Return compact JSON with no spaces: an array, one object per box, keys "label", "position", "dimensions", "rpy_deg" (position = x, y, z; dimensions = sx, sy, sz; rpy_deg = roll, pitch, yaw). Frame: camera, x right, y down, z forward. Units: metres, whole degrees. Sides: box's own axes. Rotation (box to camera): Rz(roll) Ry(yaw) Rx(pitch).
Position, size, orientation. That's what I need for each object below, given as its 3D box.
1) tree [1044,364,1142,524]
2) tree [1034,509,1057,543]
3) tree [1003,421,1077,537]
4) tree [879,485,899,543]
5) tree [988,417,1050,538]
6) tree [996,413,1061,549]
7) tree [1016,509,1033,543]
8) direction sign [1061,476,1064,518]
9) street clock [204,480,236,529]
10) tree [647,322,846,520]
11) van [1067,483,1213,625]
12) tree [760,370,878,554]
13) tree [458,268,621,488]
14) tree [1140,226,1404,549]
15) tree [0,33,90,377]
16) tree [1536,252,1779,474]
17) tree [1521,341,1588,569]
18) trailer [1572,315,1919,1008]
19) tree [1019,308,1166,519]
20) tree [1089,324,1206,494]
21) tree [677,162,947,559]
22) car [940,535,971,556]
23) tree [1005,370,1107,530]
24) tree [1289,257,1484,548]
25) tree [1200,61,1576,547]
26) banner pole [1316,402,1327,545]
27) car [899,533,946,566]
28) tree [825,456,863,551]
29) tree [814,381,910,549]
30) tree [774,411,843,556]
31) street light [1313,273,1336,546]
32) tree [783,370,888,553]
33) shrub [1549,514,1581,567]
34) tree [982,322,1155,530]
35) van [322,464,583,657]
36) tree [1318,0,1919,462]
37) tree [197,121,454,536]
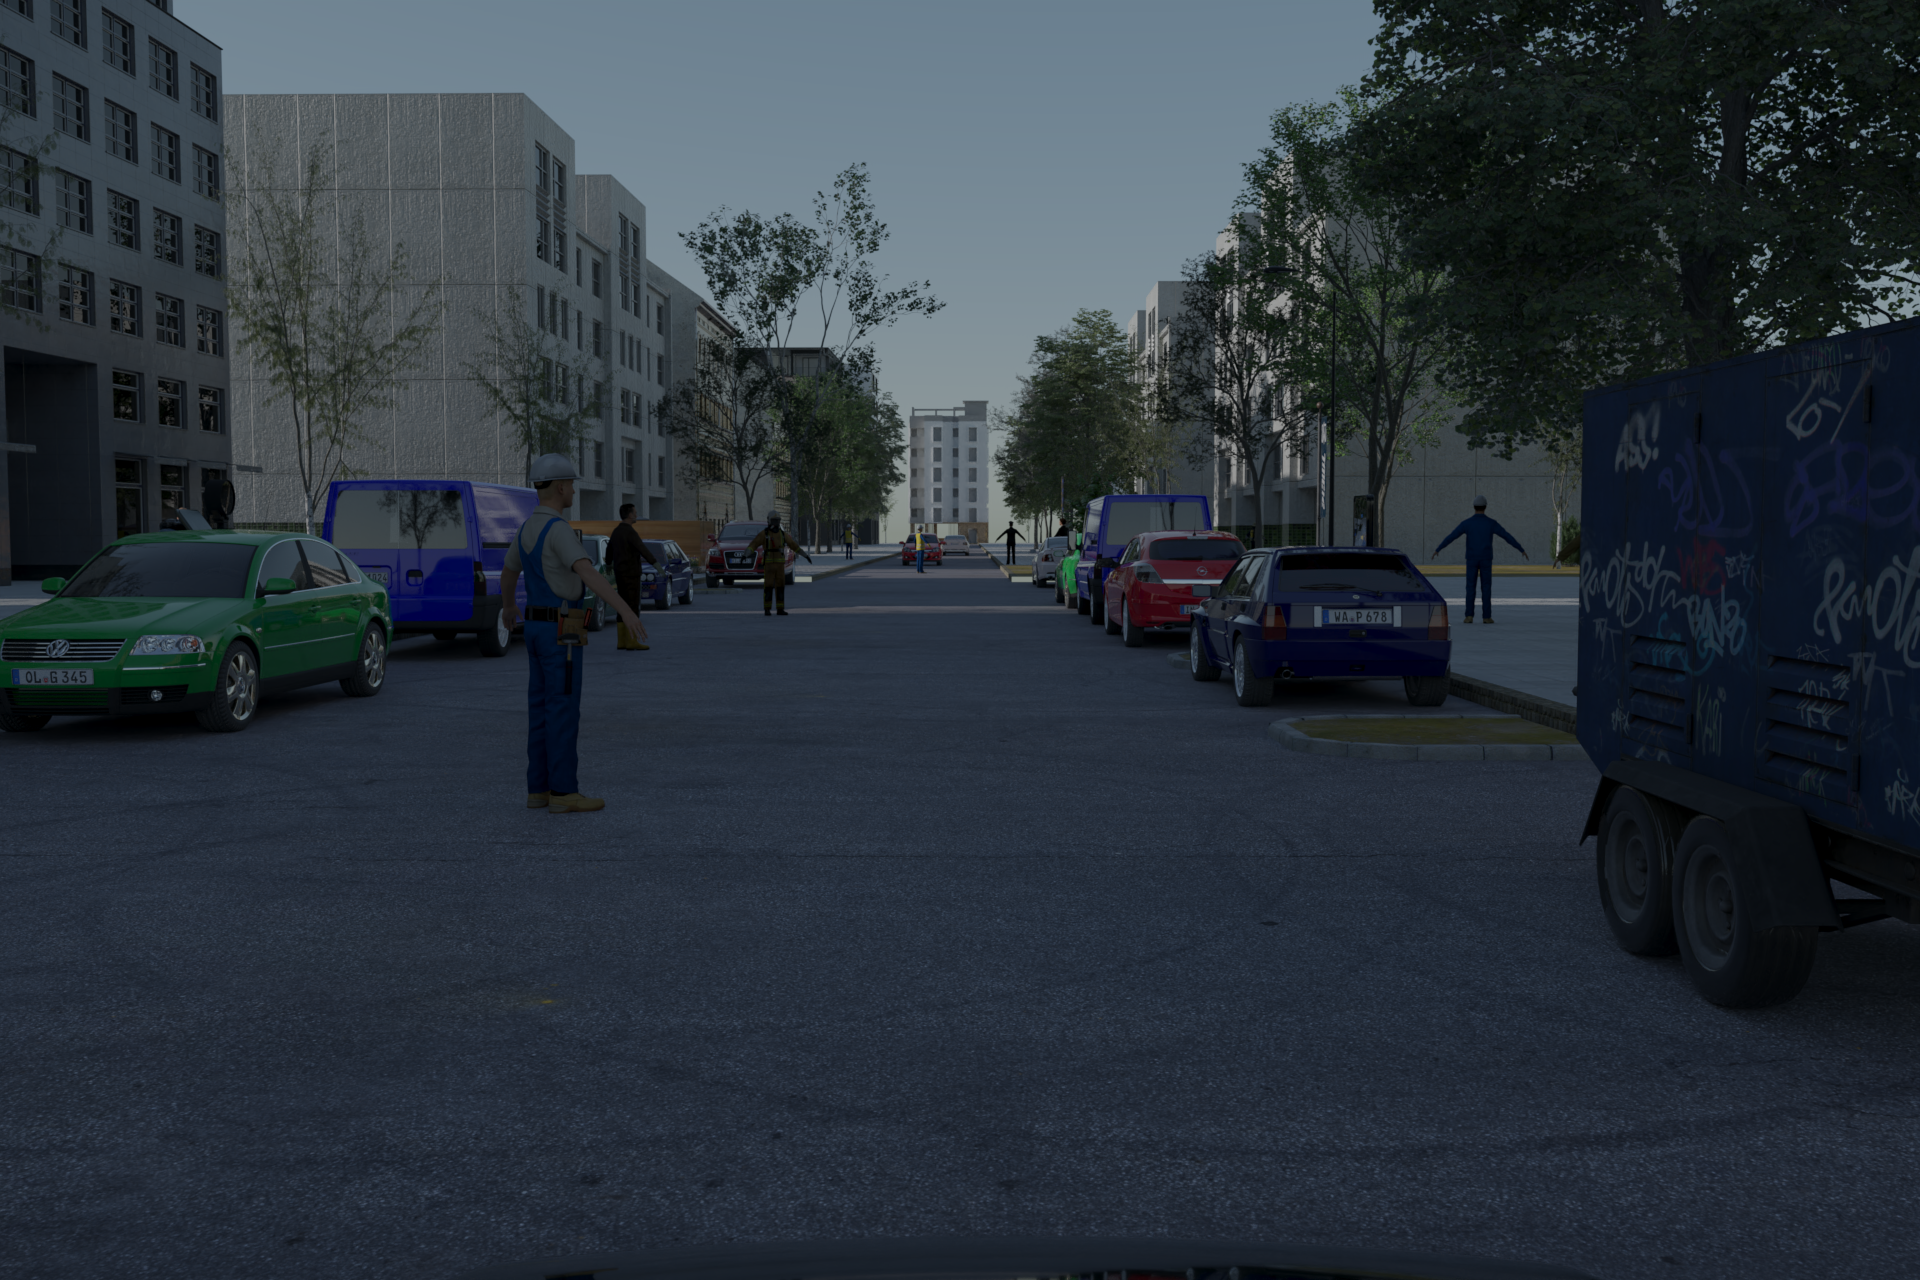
[{"label":"tree","position":[6.272,-7.608,74.751],"dimensions":[4.360,8.622,3.978],"rpy_deg":[0,3,0]},{"label":"tree","position":[11.207,-19.362,242.317],"dimensions":[9.928,11.665,9.643],"rpy_deg":[0,3,0]},{"label":"tree","position":[6.687,-11.510,122.603],"dimensions":[7.601,10.594,8.767],"rpy_deg":[-1,4,-17]},{"label":"tree","position":[-10.203,-17.921,243.367],"dimensions":[4.360,8.622,3.978],"rpy_deg":[0,3,0]},{"label":"tree","position":[6.536,-12.156,133.156],"dimensions":[7.601,10.594,8.767],"rpy_deg":[3,4,37]},{"label":"tree","position":[6.702,-13.956,146.314],"dimensions":[7.486,12.596,7.792],"rpy_deg":[0,3,0]},{"label":"tree","position":[10.158,-18.290,249.397],"dimensions":[4.360,8.622,3.978],"rpy_deg":[0,3,0]},{"label":"direction sign","position":[4.018,-4.642,67.897],"dimensions":[0.379,3.537,0.876],"rpy_deg":[0,4,-1]},{"label":"street clock","position":[-9.845,-1.132,23.085],"dimensions":[0.358,2.002,0.471],"rpy_deg":[0,4,0]},{"label":"tree","position":[-9.170,-8.664,76.074],"dimensions":[8.767,10.594,7.601],"rpy_deg":[-2,4,-24]},{"label":"van","position":[3.011,-1.506,29.015],"dimensions":[2.240,2.365,5.245],"rpy_deg":[0,4,0]},{"label":"tree","position":[-9.065,-11.258,109.818],"dimensions":[9.928,11.665,9.643],"rpy_deg":[0,3,0]},{"label":"tree","position":[-12.334,-6.025,48.871],"dimensions":[4.360,8.622,3.978],"rpy_deg":[0,3,0]},{"label":"tree","position":[9.100,-7.177,51.754],"dimensions":[8.767,10.594,7.601],"rpy_deg":[1,4,21]},{"label":"tree","position":[-12.717,-4.249,19.833],"dimensions":[4.360,8.622,3.978],"rpy_deg":[0,3,0]},{"label":"tree","position":[22.317,-7.321,54.109],"dimensions":[8.767,10.594,7.601],"rpy_deg":[0,4,3]},{"label":"tree","position":[21.635,-6.891,63.027],"dimensions":[4.360,8.622,3.978],"rpy_deg":[0,3,0]},{"label":"trailer","position":[2.975,0.048,6.262],"dimensions":[1.471,1.999,3.904],"rpy_deg":[0,4,0]},{"label":"tree","position":[6.575,-10.326,86.962],"dimensions":[7.486,12.596,7.792],"rpy_deg":[0,3,0]},{"label":"tree","position":[7.219,-6.705,59.985],"dimensions":[4.360,8.622,3.978],"rpy_deg":[0,3,0]},{"label":"tree","position":[-7.531,-14.213,88.267],"dimensions":[12.611,20.169,13.585],"rpy_deg":[0,3,0]},{"label":"car","position":[-0.307,-6.271,114.884],"dimensions":[2.083,1.381,4.827],"rpy_deg":[0,4,1]},{"label":"tree","position":[6.634,-11.931,113.198],"dimensions":[7.486,12.596,7.792],"rpy_deg":[0,3,0]},{"label":"tree","position":[15.479,-8.384,62.840],"dimensions":[9.928,11.665,9.643],"rpy_deg":[0,3,0]},{"label":"tree","position":[9.311,-6.870,38.079],"dimensions":[9.928,11.665,9.643],"rpy_deg":[0,3,0]},{"label":"banner pole","position":[6.821,-2.610,32.689],"dimensions":[0.401,3.779,0.863],"rpy_deg":[0,4,0]},{"label":"car","position":[-1.719,-4.327,79.787],"dimensions":[2.155,1.783,4.494],"rpy_deg":[0,4,1]},{"label":"tree","position":[-8.806,-10.935,129.155],"dimensions":[4.737,8.622,4.395],"rpy_deg":[0,3,0]},{"label":"tree","position":[-8.959,-14.579,145.023],"dimensions":[9.857,13.997,8.962],"rpy_deg":[0,3,0]},{"label":"tree","position":[-8.734,-9.157,100.084],"dimensions":[4.360,8.622,3.978],"rpy_deg":[0,3,0]},{"label":"street light","position":[7.032,-3.524,30.151],"dimensions":[1.470,5.913,1.316],"rpy_deg":[0,4,0]},{"label":"tree","position":[-8.710,-12.359,120.200],"dimensions":[7.486,12.596,7.792],"rpy_deg":[0,3,0]},{"label":"shrub","position":[23.673,-3.862,67.188],"dimensions":[1.661,2.075,1.752],"rpy_deg":[0,3,0]},{"label":"tree","position":[6.462,-11.691,101.511],"dimensions":[12.009,13.543,11.850],"rpy_deg":[0,3,0]},{"label":"van","position":[-6.230,-1.066,21.815],"dimensions":[2.240,2.365,5.245],"rpy_deg":[0,4,1]},{"label":"tree","position":[9.051,-6.982,20.812],"dimensions":[9.857,13.997,8.962],"rpy_deg":[0,3,0]},{"label":"tree","position":[-12.136,-4.979,31.771],"dimensions":[4.360,8.622,3.978],"rpy_deg":[0,3,0]}]
